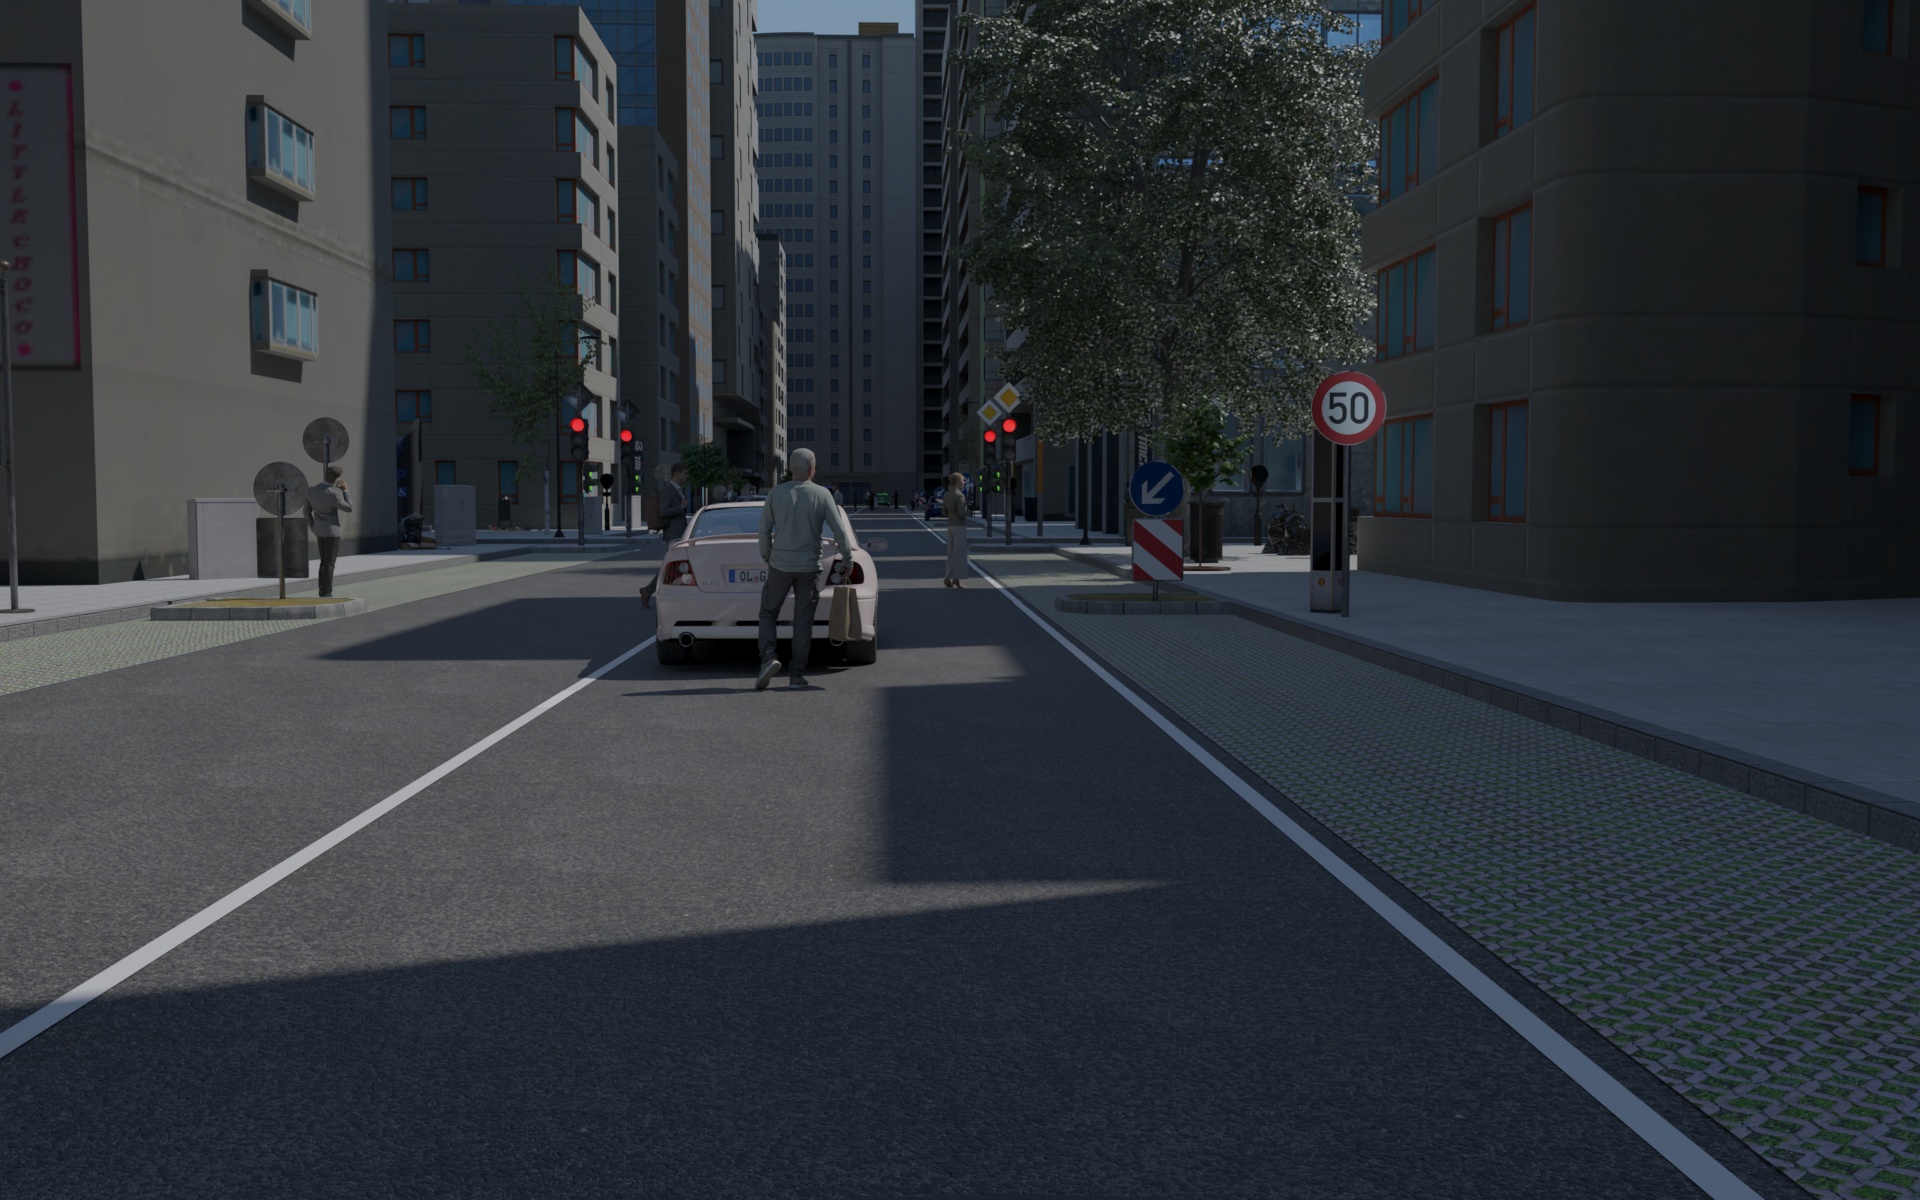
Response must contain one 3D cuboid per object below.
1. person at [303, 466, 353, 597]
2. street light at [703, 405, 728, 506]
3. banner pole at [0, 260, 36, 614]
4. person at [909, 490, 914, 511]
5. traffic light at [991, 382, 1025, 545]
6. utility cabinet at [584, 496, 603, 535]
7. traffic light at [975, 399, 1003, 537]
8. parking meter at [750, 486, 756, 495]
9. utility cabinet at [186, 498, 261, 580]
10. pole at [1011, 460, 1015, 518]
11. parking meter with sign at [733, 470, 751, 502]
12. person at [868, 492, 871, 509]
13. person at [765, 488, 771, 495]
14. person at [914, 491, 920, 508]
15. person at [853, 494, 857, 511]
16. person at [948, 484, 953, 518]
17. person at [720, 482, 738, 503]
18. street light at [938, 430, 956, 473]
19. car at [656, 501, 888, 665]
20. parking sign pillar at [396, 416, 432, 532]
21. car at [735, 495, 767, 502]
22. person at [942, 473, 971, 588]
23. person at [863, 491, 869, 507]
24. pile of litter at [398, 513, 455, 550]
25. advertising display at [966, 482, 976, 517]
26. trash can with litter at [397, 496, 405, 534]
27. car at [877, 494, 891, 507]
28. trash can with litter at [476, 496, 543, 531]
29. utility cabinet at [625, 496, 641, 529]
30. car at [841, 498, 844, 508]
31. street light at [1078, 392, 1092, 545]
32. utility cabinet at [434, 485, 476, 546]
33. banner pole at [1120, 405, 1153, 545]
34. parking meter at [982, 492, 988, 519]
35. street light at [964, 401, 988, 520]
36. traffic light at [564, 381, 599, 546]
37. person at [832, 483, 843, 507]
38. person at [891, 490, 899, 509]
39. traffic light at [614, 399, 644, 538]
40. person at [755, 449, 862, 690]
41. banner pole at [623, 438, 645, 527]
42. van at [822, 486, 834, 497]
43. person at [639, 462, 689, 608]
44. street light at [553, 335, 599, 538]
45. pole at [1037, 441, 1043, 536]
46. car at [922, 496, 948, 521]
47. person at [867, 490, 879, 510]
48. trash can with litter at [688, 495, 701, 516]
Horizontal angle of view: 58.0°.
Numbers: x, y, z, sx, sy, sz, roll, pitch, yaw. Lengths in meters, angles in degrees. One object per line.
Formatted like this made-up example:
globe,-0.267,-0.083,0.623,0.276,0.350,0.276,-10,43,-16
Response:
person,-8.305,-0.862,22.781,0.592,1.802,0.473,3,4,38
street light,-12.817,-7.216,90.515,1.470,5.913,1.316,0,4,-2
banner pole,-10.246,-1.738,18.427,0.401,3.779,0.863,0,4,0
person,-4.210,-8.452,147.219,0.750,1.759,0.617,2,4,32
traffic light,1.199,-3.335,43.441,0.839,4.253,0.868,0,4,-2
utility cabinet,-11.620,-2.672,54.844,0.306,1.237,1.020,-2,4,-29
traffic light,0.857,-3.823,51.419,0.839,4.253,0.868,0,4,-2
parking meter,-14.595,-7.113,122.004,0.399,1.863,0.255,2,4,26
utility cabinet,-11.150,-0.924,26.266,0.306,1.237,1.020,3,5,41
pole,2.831,-6.010,92.101,0.158,3.312,0.155,0,3,0
parking meter with sign,-15.404,-7.848,124.574,1.738,3.016,0.543,0,4,2
person,-8.958,-9.882,171.546,0.415,1.643,0.593,-3,5,-40
person,-10.896,-5.691,101.772,1.509,1.804,0.699,2,4,31
person,-4.102,-9.442,163.818,0.756,1.711,0.436,3,4,38
person,-8.685,-8.065,143.616,0.557,1.426,1.065,1,4,9
person,-0.220,-3.574,67.155,0.699,1.804,1.509,1,4,16
person,-7.657,-3.001,57.536,0.622,1.834,0.822,-1,4,-12
street light,-0.885,-9.395,126.149,1.470,5.913,1.316,0,4,-2
car,-1.698,-0.220,15.961,2.083,1.381,4.827,0,4,-3
parking sign pillar,-18.940,-4.346,59.529,1.447,3.967,1.447,0,4,5
car,-6.360,-2.594,54.410,2.014,1.417,4.499,0,4,-3
person,-0.021,-1.061,26.397,0.362,1.759,0.519,-2,4,-34
person,-10.637,-11.610,198.305,0.705,1.826,1.348,-3,5,-45
pile of litter,-12.565,-1.591,39.985,1.719,0.858,1.176,0,4,-5
advertising display,0.595,-5.569,96.264,0.123,1.923,0.974,-2,4,-28
trash can with litter,-18.283,-2.747,55.978,1.678,1.210,2.233,-1,4,-20
car,-8.857,-11.501,196.841,1.959,1.807,4.718,0,4,-2
trash can with litter,-15.715,-3.038,60.734,2.233,1.210,1.678,2,4,24
utility cabinet,-12.190,-3.263,64.506,0.306,1.237,1.020,0,4,8
car,-11.242,-8.865,153.734,1.959,1.807,4.718,0,4,-4
street light,2.623,-4.339,43.489,1.470,5.913,1.316,0,4,-2
utility cabinet,-12.480,-2.090,42.850,0.318,1.500,1.173,2,4,25
banner pole,4.505,-3.308,44.098,0.863,3.779,0.401,0,4,-1
parking meter,1.323,-4.983,89.875,0.372,1.533,0.369,0,3,0
street light,0.886,-6.978,86.630,1.470,5.913,1.316,0,4,-2
traffic light,-9.402,-3.306,42.973,0.839,4.253,0.868,0,4,-2
person,-3.930,-2.864,55.606,0.850,1.792,0.678,-2,4,-31
person,-6.229,-9.726,167.478,0.705,1.831,1.348,2,4,35
traffic light,-9.743,-3.794,50.951,0.839,4.253,0.868,0,4,-2
person,-1.114,-0.231,12.766,0.782,1.767,0.515,0,4,-2
banner pole,-12.850,-4.784,68.238,0.863,3.779,0.401,-1,4,-10
van,-10.465,-7.860,132.900,2.240,2.365,5.245,0,4,-4
person,-3.628,-0.821,21.884,0.822,1.834,0.622,0,4,-4
street light,-11.248,-4.785,50.778,1.470,5.913,1.316,0,4,-2
pole,2.425,-3.578,52.347,0.158,3.312,0.155,0,3,0
car,-1.034,-4.895,92.616,1.945,1.354,3.894,0,4,-2
person,-7.615,-8.722,151.233,1.348,1.807,0.705,-3,5,-45
trash can with litter,-15.595,-5.469,100.483,2.233,1.210,1.678,0,4,-1
